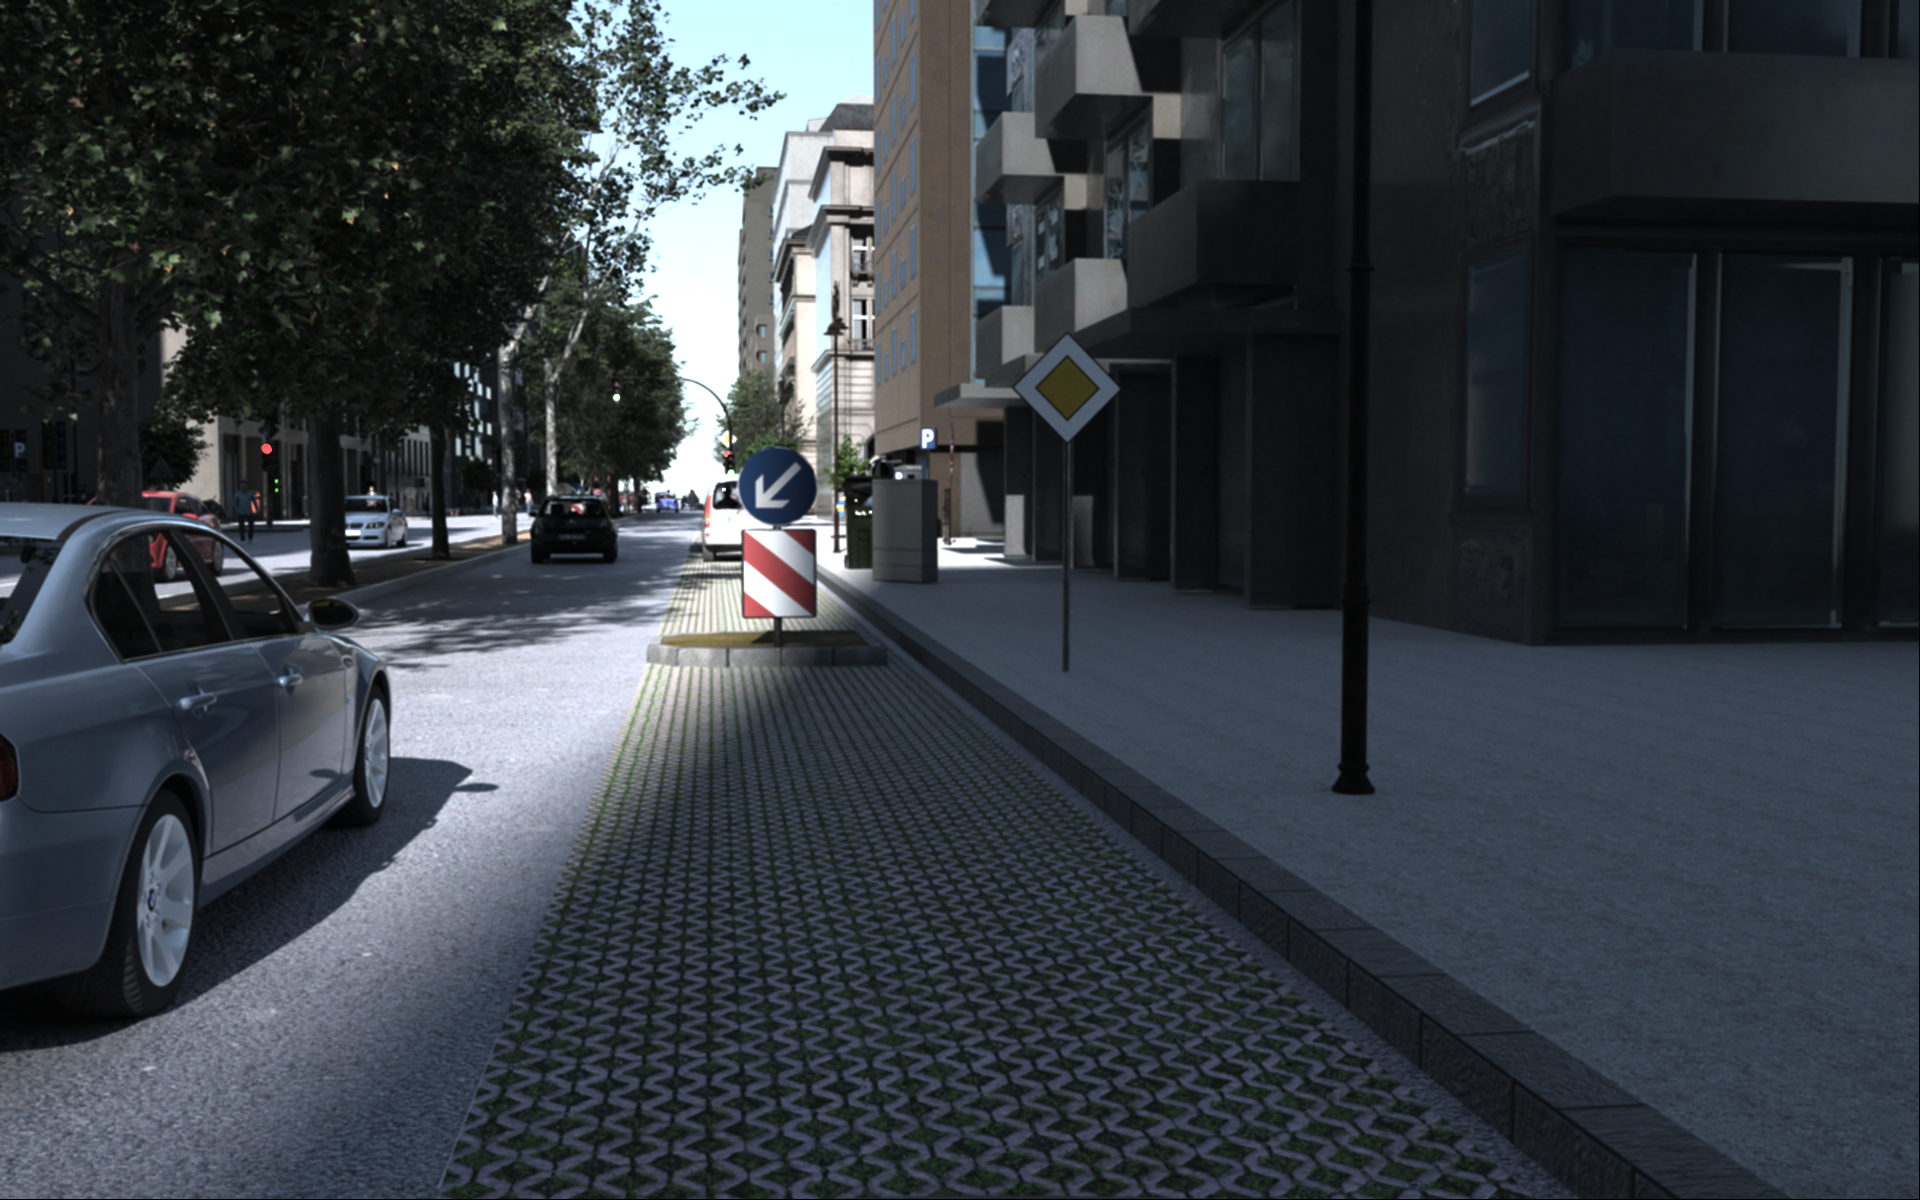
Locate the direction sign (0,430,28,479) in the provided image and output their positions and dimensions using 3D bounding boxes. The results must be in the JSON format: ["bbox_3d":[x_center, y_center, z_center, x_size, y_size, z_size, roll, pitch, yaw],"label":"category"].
[{"bbox_3d":[-33.302,-4.218,60.964,0.876,3.537,0.379,-1,4,-20],"label":"direction sign"}]

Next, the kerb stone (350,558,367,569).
[{"bbox_3d":[-11.608,-0.677,33.291,0.120,0.150,1.000,-1,4,-8],"label":"kerb stone"}]

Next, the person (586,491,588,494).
[{"bbox_3d":[-40.930,-11.060,189.886,0.990,1.755,0.434,2,4,34],"label":"person"}]

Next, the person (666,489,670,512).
[{"bbox_3d":[-23.581,-8.050,140.134,0.555,1.821,0.388,-2,4,-34],"label":"person"}]

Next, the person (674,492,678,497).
[{"bbox_3d":[-50.481,-18.203,306.127,1.348,1.823,0.705,1,4,20],"label":"person"}]

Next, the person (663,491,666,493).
[{"bbox_3d":[-29.635,-10.099,174.343,1.217,1.743,0.721,2,4,32],"label":"person"}]

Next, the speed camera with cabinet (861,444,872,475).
[{"bbox_3d":[-3.323,-4.549,68.714,0.660,3.252,2.038,-3,4,-37],"label":"speed camera with cabinet"}]

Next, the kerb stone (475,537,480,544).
[{"bbox_3d":[-13.942,-1.673,49.552,0.120,0.150,1.000,-1,4,-8],"label":"kerb stone"}]

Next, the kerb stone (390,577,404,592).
[{"bbox_3d":[-8.375,-0.202,25.503,0.120,0.150,1.000,-1,4,-8],"label":"kerb stone"}]

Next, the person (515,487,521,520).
[{"bbox_3d":[-24.267,-5.257,94.626,0.473,1.802,0.592,-2,4,-28],"label":"person"}]

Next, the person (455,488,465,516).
[{"bbox_3d":[-32.720,-6.402,113.343,0.661,1.801,0.590,3,5,42],"label":"person"}]

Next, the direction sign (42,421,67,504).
[{"bbox_3d":[-28.247,-3.797,54.079,0.876,3.537,0.379,1,4,16],"label":"direction sign"}]

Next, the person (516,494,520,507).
[{"bbox_3d":[-20.279,-4.282,78.293,0.659,1.850,0.755,0,4,-6],"label":"person"}]

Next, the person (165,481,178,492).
[{"bbox_3d":[-23.886,-2.674,52.326,0.635,1.810,0.391,-3,5,-45],"label":"person"}]

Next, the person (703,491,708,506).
[{"bbox_3d":[-8.909,-3.284,62.212,0.660,1.820,0.620,-1,4,-12],"label":"person"}]

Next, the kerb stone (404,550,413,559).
[{"bbox_3d":[-12.333,-0.990,38.378,0.120,0.150,1.000,-1,4,-8],"label":"kerb stone"}]

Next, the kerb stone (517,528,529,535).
[{"bbox_3d":[-15.835,-2.480,62.739,0.120,0.150,1.000,-1,4,-8],"label":"kerb stone"}]

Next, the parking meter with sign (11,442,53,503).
[{"bbox_3d":[-30.582,-3.748,57.549,1.738,3.016,0.543,1,4,17],"label":"parking meter with sign"}]

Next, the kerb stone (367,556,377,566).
[{"bbox_3d":[-11.762,-0.741,34.308,0.120,0.150,1.000,-1,4,-8],"label":"kerb stone"}]

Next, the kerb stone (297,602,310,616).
[{"bbox_3d":[-7.640,0.109,20.414,0.120,0.150,1.000,-1,4,-8],"label":"kerb stone"}]

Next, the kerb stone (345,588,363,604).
[{"bbox_3d":[-7.941,-0.016,22.450,0.120,0.150,1.000,-1,4,-8],"label":"kerb stone"}]

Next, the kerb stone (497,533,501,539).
[{"bbox_3d":[-14.665,-1.983,54.618,0.120,0.150,1.000,-1,4,-8],"label":"kerb stone"}]

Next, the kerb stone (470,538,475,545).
[{"bbox_3d":[-13.805,-1.607,48.538,0.120,0.150,1.000,-1,4,-8],"label":"kerb stone"}]

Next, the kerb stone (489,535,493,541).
[{"bbox_3d":[-14.387,-1.859,52.592,0.120,0.150,1.000,-1,4,-8],"label":"kerb stone"}]

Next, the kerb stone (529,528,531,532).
[{"bbox_3d":[-15.983,-2.537,63.755,0.120,0.150,1.000,-1,4,-8],"label":"kerb stone"}]

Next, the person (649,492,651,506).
[{"bbox_3d":[-38.156,-12.504,213.627,0.721,1.739,1.217,0,4,-5],"label":"person"}]

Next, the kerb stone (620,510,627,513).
[{"bbox_3d":[-26.087,-6.858,134.316,0.120,0.150,1.000,-1,4,-8],"label":"kerb stone"}]

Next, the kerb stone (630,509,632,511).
[{"bbox_3d":[-27.548,-7.478,144.467,0.120,0.150,1.000,-1,4,-8],"label":"kerb stone"}]

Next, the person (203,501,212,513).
[{"bbox_3d":[-20.041,-2.009,46.015,0.373,1.253,0.362,-1,4,-10],"label":"person"}]

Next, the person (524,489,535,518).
[{"bbox_3d":[-25.361,-5.670,101.802,0.593,1.750,0.643,1,4,22],"label":"person"}]

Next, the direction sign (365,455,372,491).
[{"bbox_3d":[-34.262,-6.630,100.403,0.379,3.537,0.876,0,4,6],"label":"direction sign"}]

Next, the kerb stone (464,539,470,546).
[{"bbox_3d":[-13.654,-1.547,47.520,0.120,0.150,1.000,-1,4,-8],"label":"kerb stone"}]

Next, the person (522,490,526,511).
[{"bbox_3d":[-37.711,-8.646,150.416,0.990,1.755,0.434,2,4,35],"label":"person"}]

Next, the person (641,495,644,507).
[{"bbox_3d":[-36.505,-11.608,198.420,0.705,1.807,1.348,2,4,33],"label":"person"}]

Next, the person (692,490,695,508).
[{"bbox_3d":[-28.208,-10.698,183.037,1.348,1.869,0.705,2,4,26],"label":"person"}]

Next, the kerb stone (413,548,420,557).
[{"bbox_3d":[-12.487,-1.052,39.394,0.120,0.150,1.000,-1,4,-8],"label":"kerb stone"}]

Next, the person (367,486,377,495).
[{"bbox_3d":[-26.398,-4.225,77.860,0.520,1.790,0.573,-2,4,-27],"label":"person"}]

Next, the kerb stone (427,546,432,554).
[{"bbox_3d":[-12.778,-1.176,41.429,0.120,0.150,1.000,-1,4,-8],"label":"kerb stone"}]

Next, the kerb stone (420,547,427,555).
[{"bbox_3d":[-12.639,-1.113,40.410,0.120,0.150,1.000,-1,4,-8],"label":"kerb stone"}]

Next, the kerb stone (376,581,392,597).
[{"bbox_3d":[-8.229,-0.140,24.488,0.120,0.150,1.000,-1,4,-8],"label":"kerb stone"}]

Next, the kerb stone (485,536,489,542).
[{"bbox_3d":[-14.240,-1.797,51.580,0.120,0.150,1.000,-1,4,-8],"label":"kerb stone"}]

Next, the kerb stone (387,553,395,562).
[{"bbox_3d":[-12.057,-0.865,36.346,0.120,0.150,1.000,-1,4,-8],"label":"kerb stone"}]

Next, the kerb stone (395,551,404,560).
[{"bbox_3d":[-12.197,-0.921,37.359,0.120,0.150,1.000,-1,4,-8],"label":"kerb stone"}]

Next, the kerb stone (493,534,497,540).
[{"bbox_3d":[-14.525,-1.920,53.605,0.120,0.150,1.000,-1,4,-8],"label":"kerb stone"}]

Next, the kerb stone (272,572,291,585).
[{"bbox_3d":[-10.744,-0.307,27.212,0.120,0.150,1.000,-1,4,-8],"label":"kerb stone"}]

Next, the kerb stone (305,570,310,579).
[{"bbox_3d":[-11.036,-0.419,29.237,0.120,0.150,1.000,-1,4,-8],"label":"kerb stone"}]

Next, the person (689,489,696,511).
[{"bbox_3d":[-22.393,-8.372,145.182,0.655,1.846,0.447,-1,4,-13],"label":"person"}]

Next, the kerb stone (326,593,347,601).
[{"bbox_3d":[-7.792,0.047,21.434,0.120,0.150,1.000,-1,4,-8],"label":"kerb stone"}]

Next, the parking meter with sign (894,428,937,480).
[{"bbox_3d":[-1.392,-3.009,45.452,0.543,3.016,1.738,3,5,43],"label":"parking meter with sign"}]

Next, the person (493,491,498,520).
[{"bbox_3d":[-26.207,-5.345,97.694,0.330,1.601,0.589,0,4,4],"label":"person"}]

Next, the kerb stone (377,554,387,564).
[{"bbox_3d":[-11.899,-0.803,35.327,0.120,0.150,1.000,-1,4,-8],"label":"kerb stone"}]

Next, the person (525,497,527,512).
[{"bbox_3d":[-35.135,-8.029,140.779,0.512,1.701,0.522,-1,4,-13],"label":"person"}]

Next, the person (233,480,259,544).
[{"bbox_3d":[-20.443,-2.512,49.591,0.660,1.820,0.620,-2,4,-30],"label":"person"}]

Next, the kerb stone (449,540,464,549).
[{"bbox_3d":[-13.510,-1.482,46.509,0.120,0.150,1.000,-1,4,-8],"label":"kerb stone"}]

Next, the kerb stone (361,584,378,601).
[{"bbox_3d":[-8.087,-0.077,23.475,0.120,0.150,1.000,-1,4,-8],"label":"kerb stone"}]

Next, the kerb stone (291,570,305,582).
[{"bbox_3d":[-10.895,-0.368,28.223,0.120,0.150,1.000,-1,4,-8],"label":"kerb stone"}]

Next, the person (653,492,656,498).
[{"bbox_3d":[-53.035,-17.882,301.656,1.217,1.735,0.721,-1,4,-21],"label":"person"}]

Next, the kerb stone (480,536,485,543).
[{"bbox_3d":[-14.084,-1.735,50.570,0.120,0.150,1.000,-1,4,-8],"label":"kerb stone"}]

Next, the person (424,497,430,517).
[{"bbox_3d":[-32.128,-5.573,104.280,0.373,1.253,0.362,2,4,34],"label":"person"}]
